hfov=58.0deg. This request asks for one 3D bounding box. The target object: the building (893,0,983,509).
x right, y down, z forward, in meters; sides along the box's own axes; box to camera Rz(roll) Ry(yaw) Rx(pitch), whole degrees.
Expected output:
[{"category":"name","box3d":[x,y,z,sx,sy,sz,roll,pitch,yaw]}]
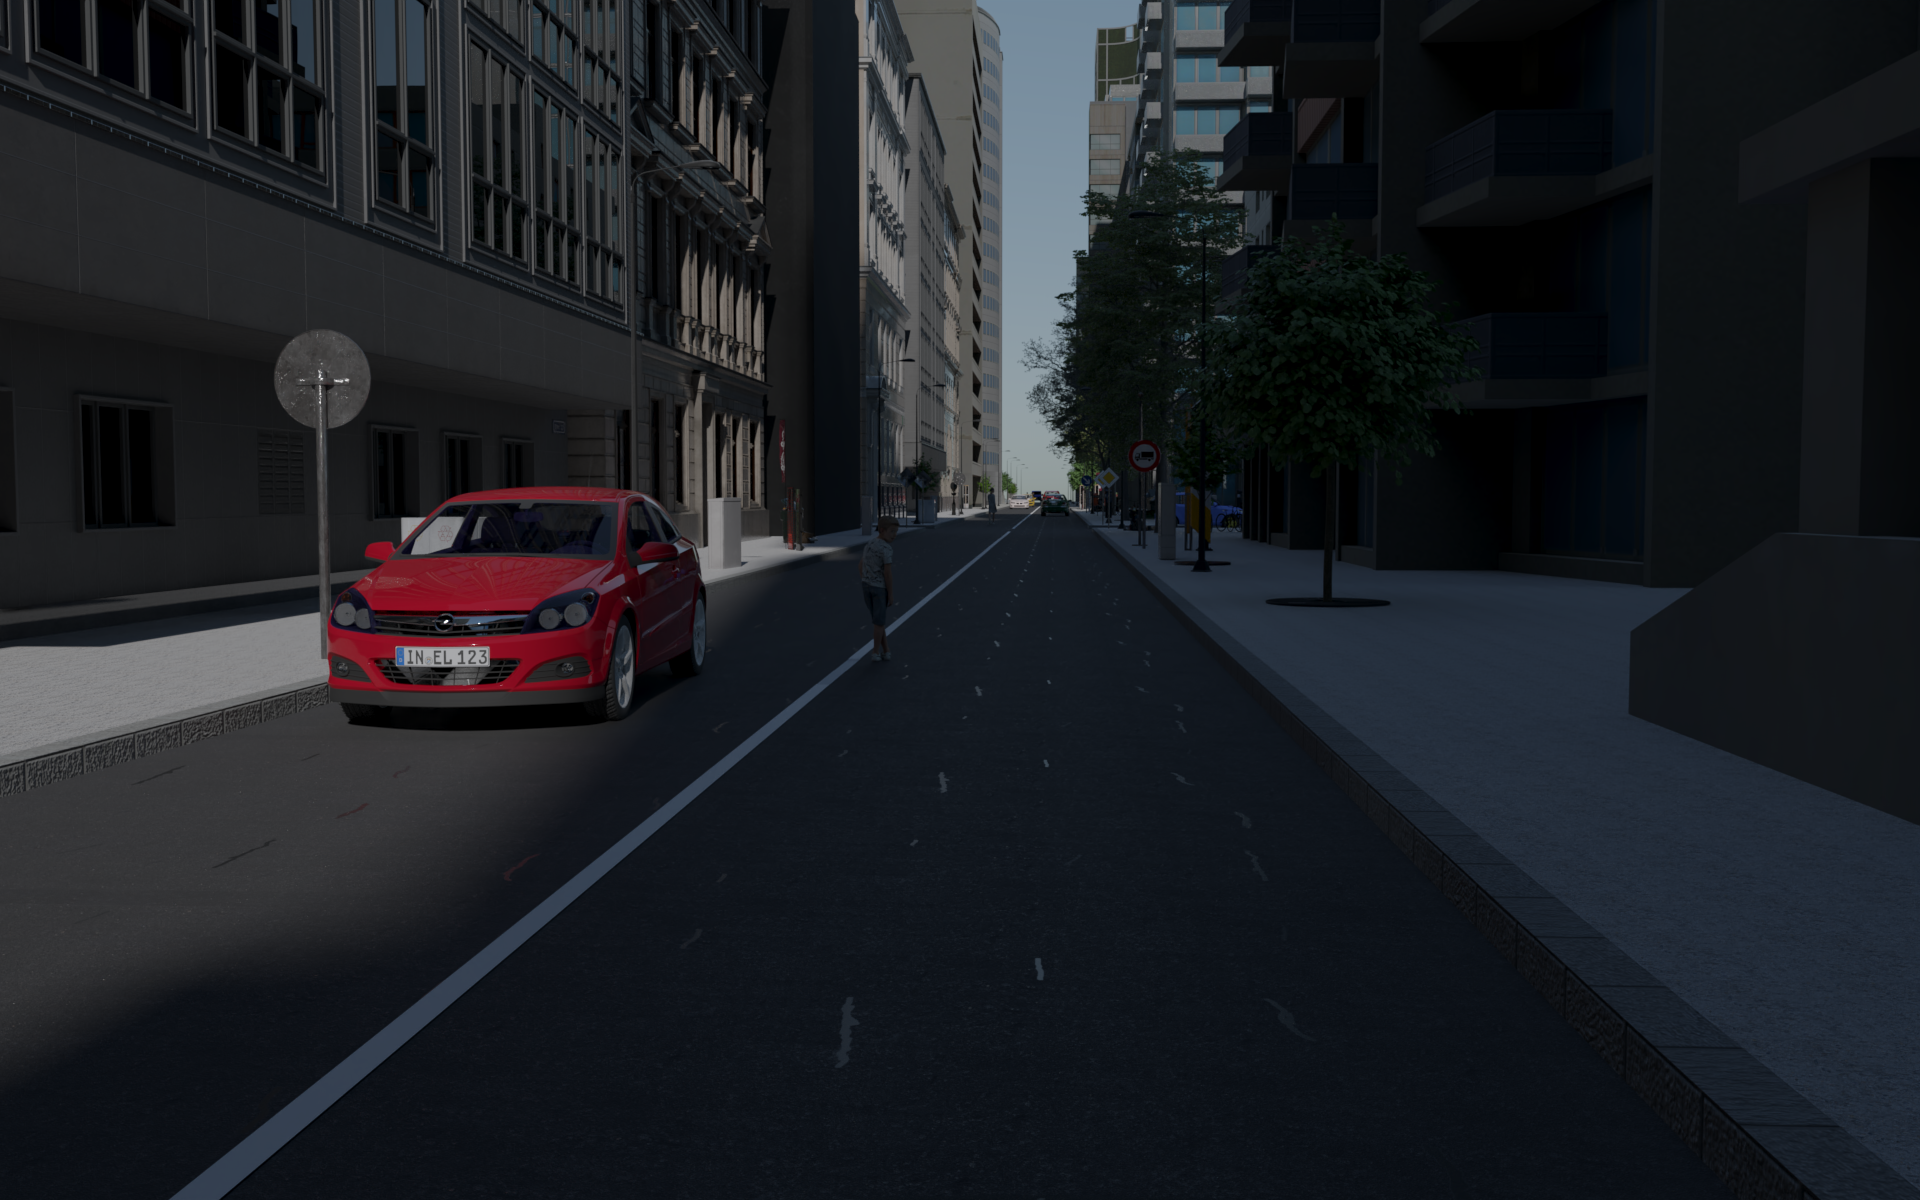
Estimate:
[{"category":"building","box3d":[-9.031,-32.713,158.556,21.300,48.544,21.600,0,4,3]}]

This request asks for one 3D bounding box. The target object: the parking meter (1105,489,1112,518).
[{"category":"parking meter","box3d":[7.908,-5.125,92.211,0.372,1.533,0.369,0,3,0]}]

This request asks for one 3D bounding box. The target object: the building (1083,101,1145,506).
[{"category":"building","box3d":[20.546,-30.565,183.338,14.154,41.232,14.086,0,4,3]}]

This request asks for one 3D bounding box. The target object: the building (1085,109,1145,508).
[{"category":"building","box3d":[28.550,-28.846,163.506,32.217,40.220,23.993,0,4,3]}]

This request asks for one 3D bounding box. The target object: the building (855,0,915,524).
[{"category":"building","box3d":[-9.618,-18.202,83.502,13.634,28.700,20.117,0,4,3]}]

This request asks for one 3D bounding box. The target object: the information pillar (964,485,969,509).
[{"category":"information pillar","box3d":[0.519,-8.713,146.952,0.304,2.012,0.304,-3,4,-36]}]

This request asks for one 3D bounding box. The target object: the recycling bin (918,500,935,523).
[{"category":"recycling bin","box3d":[-1.479,-3.919,76.635,0.722,1.027,0.722,0,4,2]}]

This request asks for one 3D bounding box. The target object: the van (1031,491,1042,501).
[{"category":"van","box3d":[13.310,-18.175,301.548,2.240,2.365,5.245,0,4,2]}]

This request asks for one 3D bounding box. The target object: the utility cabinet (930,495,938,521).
[{"category":"utility cabinet","box3d":[-1.242,-4.363,82.500,0.306,1.237,1.020,0,4,-5]}]

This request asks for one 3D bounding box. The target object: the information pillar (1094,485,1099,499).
[{"category":"information pillar","box3d":[10.798,-8.104,136.985,0.304,2.012,0.304,-1,4,-9]}]

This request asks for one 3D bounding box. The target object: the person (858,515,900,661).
[{"category":"person","box3d":[-0.696,-0.106,14.912,0.352,1.250,0.332,0,4,-5]}]

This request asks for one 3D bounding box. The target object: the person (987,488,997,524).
[{"category":"person","box3d":[1.521,-4.447,81.966,0.466,1.731,0.760,0,4,6]}]

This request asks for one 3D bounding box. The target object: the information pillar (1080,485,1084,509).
[{"category":"information pillar","box3d":[10.194,-8.606,145.195,0.304,2.012,0.304,0,4,-6]}]

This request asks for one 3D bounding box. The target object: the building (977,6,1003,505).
[{"category":"building","box3d":[-5.853,-40.686,207.213,21.231,58.520,28.212,0,4,3]}]

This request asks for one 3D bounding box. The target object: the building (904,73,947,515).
[{"category":"building","box3d":[-8.625,-19.084,105.534,14.314,27.812,24.014,0,4,3]}]

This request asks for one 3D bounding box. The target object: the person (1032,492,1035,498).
[{"category":"person","box3d":[9.836,-13.719,233.614,0.445,1.727,0.742,2,4,24]}]

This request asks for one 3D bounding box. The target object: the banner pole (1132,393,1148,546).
[{"category":"banner pole","box3d":[4.451,-3.218,42.625,0.401,3.779,0.863,0,4,2]}]

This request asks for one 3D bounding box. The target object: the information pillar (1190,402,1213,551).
[{"category":"information pillar","box3d":[5.434,-2.911,38.952,0.504,3.616,0.183,-1,4,-18]}]

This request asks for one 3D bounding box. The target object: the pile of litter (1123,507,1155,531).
[{"category":"pile of litter","box3d":[6.336,-2.852,60.590,1.176,0.858,1.719,0,4,-8]}]

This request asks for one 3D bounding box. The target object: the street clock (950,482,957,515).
[{"category":"street clock","box3d":[-0.373,-6.114,104.527,0.358,2.002,0.471,2,4,31]}]

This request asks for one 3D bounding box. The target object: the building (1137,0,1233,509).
[{"category":"building","box3d":[24.791,-31.258,130.669,23.786,49.044,30.456,0,4,3]}]

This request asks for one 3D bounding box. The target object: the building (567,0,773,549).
[{"category":"building","box3d":[-10.792,-10.815,41.454,10.561,19.102,19.286,0,4,3]}]

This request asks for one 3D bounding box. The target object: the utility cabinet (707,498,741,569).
[{"category":"utility cabinet","box3d":[-4.093,-1.159,30.105,0.306,1.237,1.020,1,4,10]}]

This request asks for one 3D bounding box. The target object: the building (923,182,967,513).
[{"category":"building","box3d":[-6.353,-20.415,131.044,12.463,27.353,25.104,0,4,3]}]

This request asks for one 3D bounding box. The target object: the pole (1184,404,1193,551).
[{"category":"pole","box3d":[5.194,-2.779,39.281,0.158,3.312,0.155,0,3,0]}]

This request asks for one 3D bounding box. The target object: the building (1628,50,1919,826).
[{"category":"building","box3d":[19.600,-18.911,1.074,32.217,40.220,23.993,0,4,3]}]

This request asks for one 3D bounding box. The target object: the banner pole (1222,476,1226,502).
[{"category":"banner pole","box3d":[15.337,-6.768,100.672,0.401,3.779,0.863,2,4,28]}]

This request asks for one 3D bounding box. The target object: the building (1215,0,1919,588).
[{"category":"building","box3d":[17.045,-23.295,35.493,22.147,44.769,28.867,0,4,3]}]

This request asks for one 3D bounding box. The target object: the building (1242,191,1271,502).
[{"category":"building","box3d":[29.895,-14.645,84.485,28.899,21.520,27.650,0,4,3]}]

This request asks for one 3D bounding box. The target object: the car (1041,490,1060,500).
[{"category":"car","box3d":[9.570,-10.471,179.873,2.281,1.827,5.304,0,4,5]}]

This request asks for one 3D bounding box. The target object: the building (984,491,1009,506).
[{"category":"building","box3d":[-9.937,-33.813,244.725,32.217,40.220,23.993,0,4,3]}]

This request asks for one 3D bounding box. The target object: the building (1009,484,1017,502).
[{"category":"building","box3d":[-6.644,-36.736,292.513,32.217,40.220,23.993,0,4,3]}]

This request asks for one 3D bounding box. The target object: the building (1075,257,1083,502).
[{"category":"building","box3d":[26.942,-37.607,298.463,14.154,41.232,14.086,0,4,3]}]

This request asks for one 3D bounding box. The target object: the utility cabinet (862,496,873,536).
[{"category":"utility cabinet","box3d":[-2.890,-2.624,54.071,0.306,1.237,1.020,0,3,0]}]

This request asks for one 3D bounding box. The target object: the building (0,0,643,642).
[{"category":"building","box3d":[-13.360,-13.834,19.687,14.314,27.812,24.014,0,4,3]}]

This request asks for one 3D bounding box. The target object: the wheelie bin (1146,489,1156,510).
[{"category":"wheelie bin","box3d":[12.297,-6.289,110.732,0.980,1.594,0.693,-1,4,-18]}]

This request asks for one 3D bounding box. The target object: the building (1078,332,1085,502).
[{"category":"building","box3d":[26.378,-31.350,284.266,14.160,30.474,14.107,0,4,3]}]

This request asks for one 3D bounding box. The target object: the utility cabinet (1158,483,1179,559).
[{"category":"utility cabinet","box3d":[4.101,-1.563,34.227,0.318,1.500,1.173,0,4,4]}]

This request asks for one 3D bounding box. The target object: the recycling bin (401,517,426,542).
[{"category":"recycling bin","box3d":[-5.525,-0.375,18.691,0.722,1.027,0.722,1,4,13]}]

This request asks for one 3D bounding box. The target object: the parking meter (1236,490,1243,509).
[{"category":"parking meter","box3d":[15.506,-5.358,96.013,0.372,1.533,0.369,0,3,0]}]

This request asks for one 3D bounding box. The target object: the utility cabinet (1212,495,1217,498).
[{"category":"utility cabinet","box3d":[14.900,-5.684,104.094,1.020,1.237,0.306,0,4,-4]}]

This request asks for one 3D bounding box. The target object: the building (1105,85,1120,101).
[{"category":"building","box3d":[26.858,-35.805,205.017,23.786,49.044,30.456,0,4,3]}]

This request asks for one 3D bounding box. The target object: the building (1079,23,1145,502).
[{"category":"building","box3d":[28.729,-50.594,265.456,20.563,71.187,20.611,0,4,3]}]

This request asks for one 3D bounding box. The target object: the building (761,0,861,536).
[{"category":"building","box3d":[-11.934,-13.975,58.174,15.834,23.373,12.332,0,4,3]}]
